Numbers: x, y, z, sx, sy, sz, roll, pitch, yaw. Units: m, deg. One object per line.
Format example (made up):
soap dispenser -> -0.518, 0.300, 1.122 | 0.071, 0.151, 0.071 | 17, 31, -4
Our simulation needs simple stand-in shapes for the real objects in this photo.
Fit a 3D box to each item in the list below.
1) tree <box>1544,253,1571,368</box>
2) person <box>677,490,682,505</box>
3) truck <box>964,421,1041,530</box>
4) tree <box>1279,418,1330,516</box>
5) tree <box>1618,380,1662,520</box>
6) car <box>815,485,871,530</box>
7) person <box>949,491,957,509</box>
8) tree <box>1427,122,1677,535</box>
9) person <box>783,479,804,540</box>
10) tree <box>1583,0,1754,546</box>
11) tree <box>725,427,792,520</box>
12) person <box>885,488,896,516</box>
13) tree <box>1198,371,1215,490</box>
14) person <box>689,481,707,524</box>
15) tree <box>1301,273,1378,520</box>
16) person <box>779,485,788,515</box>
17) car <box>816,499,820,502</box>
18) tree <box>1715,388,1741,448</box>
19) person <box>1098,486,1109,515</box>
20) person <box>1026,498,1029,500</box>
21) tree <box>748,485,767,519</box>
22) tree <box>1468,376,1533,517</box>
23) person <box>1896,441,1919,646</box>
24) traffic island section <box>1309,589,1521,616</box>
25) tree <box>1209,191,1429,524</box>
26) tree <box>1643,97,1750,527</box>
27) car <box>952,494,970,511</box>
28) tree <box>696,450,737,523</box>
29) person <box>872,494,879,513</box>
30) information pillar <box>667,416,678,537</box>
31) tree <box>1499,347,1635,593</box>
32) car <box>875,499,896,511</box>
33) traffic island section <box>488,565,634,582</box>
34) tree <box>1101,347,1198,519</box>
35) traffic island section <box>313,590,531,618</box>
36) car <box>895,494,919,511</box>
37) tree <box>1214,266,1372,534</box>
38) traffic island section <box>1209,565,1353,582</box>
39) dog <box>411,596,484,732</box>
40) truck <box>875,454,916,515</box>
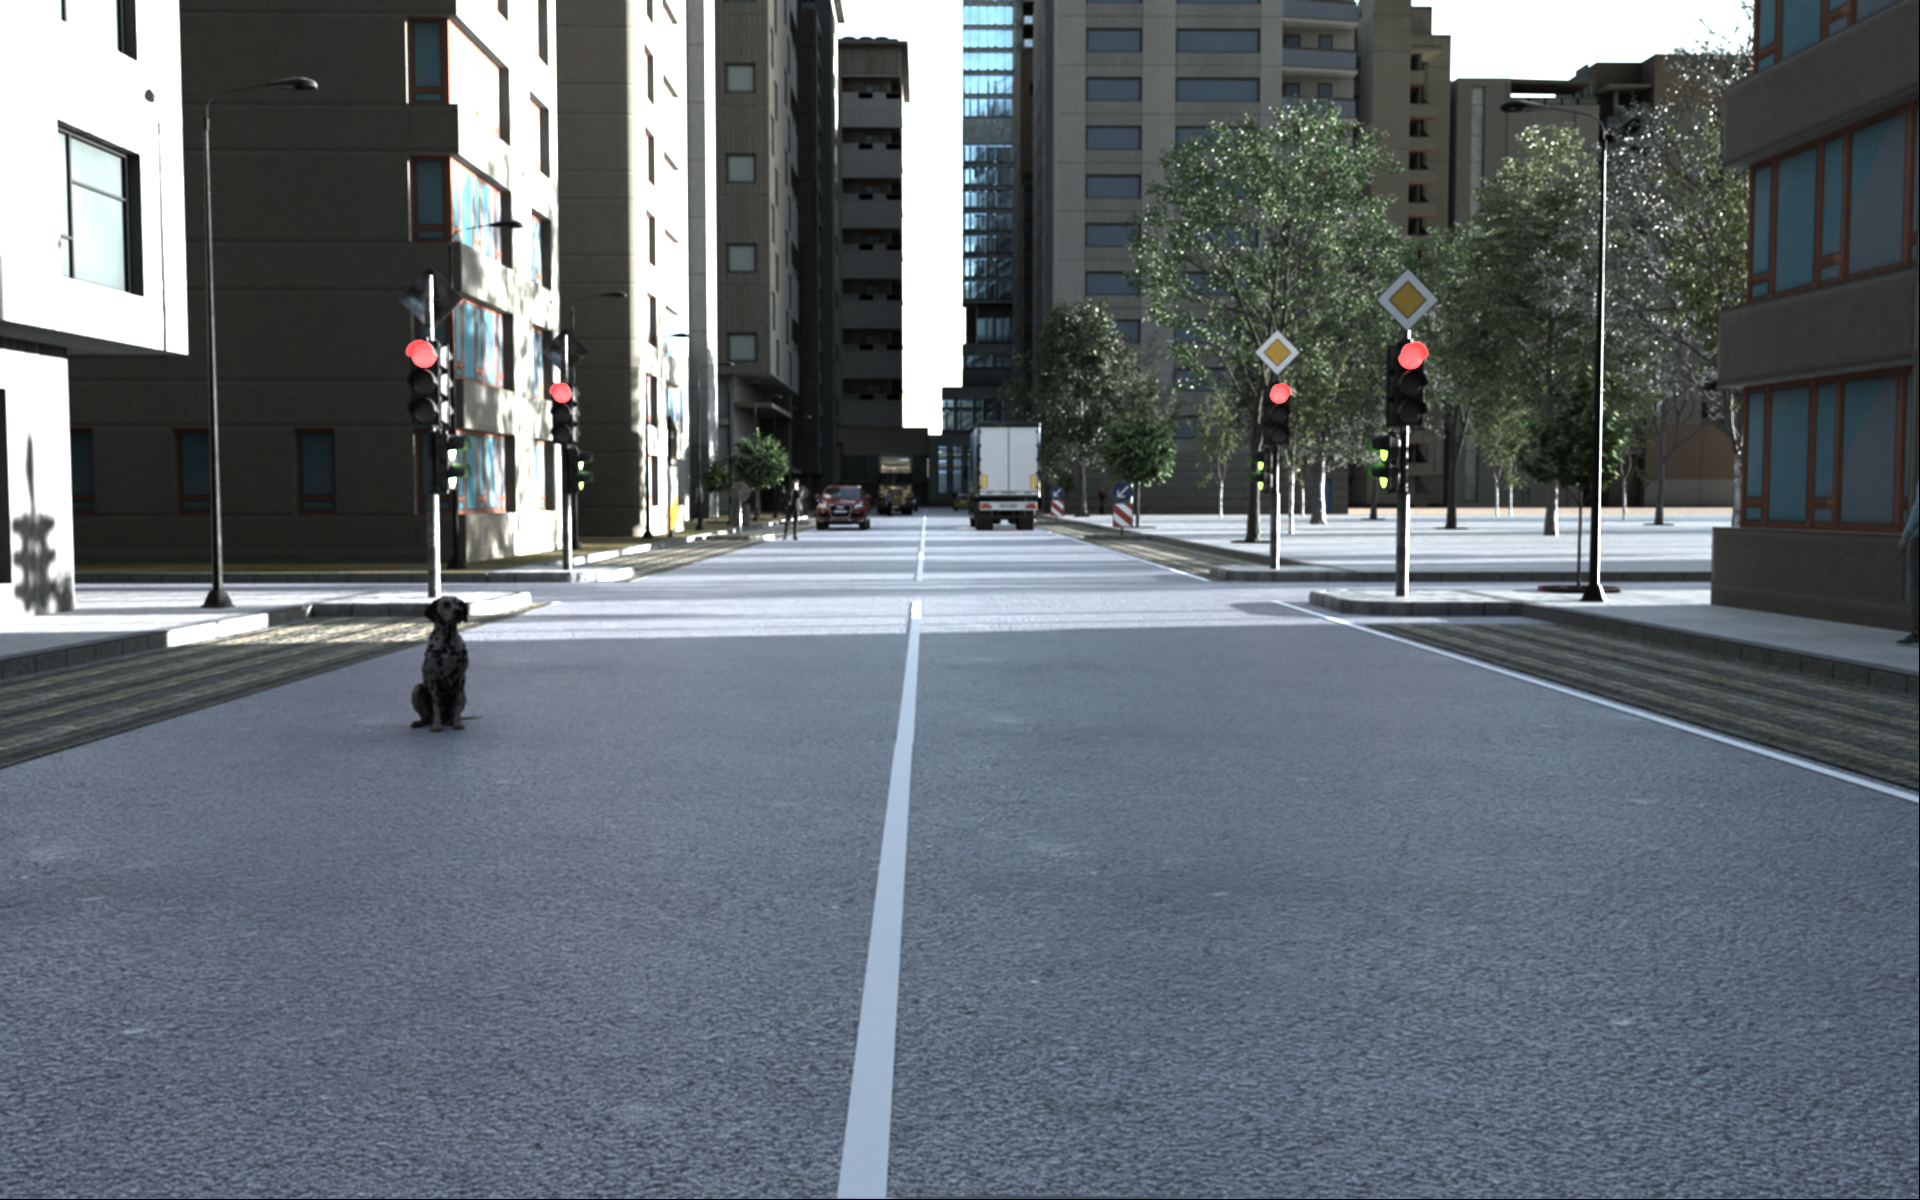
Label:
tree -> 18.164, -8.398, 63.065 | 9.928, 11.665, 9.643 | 0, 3, 0
person -> -12.528, -4.244, 75.914 | 0.782, 1.767, 0.515 | 1, 4, 10
truck -> 1.716, -5.105, 72.381 | 2.839, 4.237, 11.283 | 0, 4, -2
tree -> 19.962, -9.223, 101.153 | 4.360, 8.622, 3.978 | 0, 3, 0
tree -> 32.580, -8.222, 84.791 | 4.360, 8.622, 3.978 | 0, 3, 0
car -> -4.756, -3.805, 70.890 | 2.281, 1.827, 5.304 | 0, 4, -1
person -> -0.491, -9.749, 168.409 | 1.217, 1.766, 0.721 | 0, 4, -3
tree -> 18.247, -8.313, 54.037 | 7.486, 12.596, 7.792 | 0, 3, 0
person -> -5.218, -2.831, 54.152 | 0.648, 1.900, 0.474 | 0, 4, -1
tree -> 18.956, -8.047, 41.938 | 12.009, 13.543, 11.850 | 0, 3, 0
tree -> -9.955, -6.218, 85.376 | 4.285, 4.588, 4.351 | 0, 3, 0
person -> -4.561, -6.373, 112.682 | 0.705, 1.826, 1.348 | 2, 4, 28
tree -> 14.742, -9.030, 98.001 | 4.737, 8.622, 4.395 | 0, 3, 0
person -> -11.230, -4.179, 74.209 | 0.795, 1.843, 0.661 | 0, 4, -2
tree -> 20.890, -10.771, 86.473 | 12.009, 13.543, 11.850 | 0, 3, 0
person -> -10.587, -6.035, 104.493 | 0.659, 1.850, 0.755 | 0, 4, -3
car -> -8.062, -6.082, 109.031 | 1.945, 1.707, 3.694 | 0, 4, -2
tree -> 46.762, -11.599, 91.459 | 13.155, 14.587, 18.604 | -1, 4, -20
person -> 8.904, -6.194, 107.835 | 0.721, 1.766, 1.217 | 2, 4, 34
person -> 5.444, -8.249, 140.902 | 0.705, 1.826, 1.348 | -2, 4, -33
tree -> -10.782, -5.850, 90.251 | 1.663, 3.219, 1.824 | 0, 3, 0
tree -> 32.818, -9.382, 103.761 | 4.737, 8.622, 4.395 | 0, 3, 0
person -> 8.141, -0.518, 14.379 | 0.638, 1.841, 0.748 | -1, 4, -14
traffic island section -> 5.579, 0.030, 21.789 | 2.009, 0.180, 2.903 | 0, 4, -1
tree -> 15.538, -10.250, 74.248 | 9.857, 13.997, 8.962 | 0, 3, 0
tree -> 14.673, -4.996, 32.048 | 4.737, 8.622, 4.395 | 0, 3, 0
car -> 0.356, -8.536, 149.785 | 2.015, 1.641, 3.980 | 0, 4, -2
tree -> -10.778, -5.001, 76.364 | 1.663, 3.219, 1.824 | 0, 3, 0
person -> -6.143, -7.564, 132.265 | 1.348, 1.812, 0.705 | 3, 4, 37
information pillar -> -8.652, -3.717, 52.122 | 0.183, 3.616, 0.504 | 1, 4, 15
tree -> 8.250, -1.732, 22.928 | 1.663, 3.219, 1.824 | 0, 3, 0
car -> -6.425, -8.622, 151.189 | 2.015, 1.641, 3.980 | 0, 4, -2
traffic island section -> -6.713, -0.444, 29.546 | 2.009, 0.180, 2.903 | 0, 4, -1
tree -> 9.257, -8.384, 87.433 | 4.737, 8.622, 4.395 | 0, 3, 0
traffic island section -> -6.561, 0.044, 21.562 | 2.009, 0.180, 2.903 | 0, 4, -1
car -> -4.468, -8.161, 145.232 | 2.131, 1.459, 4.920 | 0, 4, 0
tree -> 10.961, -6.455, 55.907 | 4.737, 8.622, 4.395 | 0, 3, 0
traffic island section -> 5.426, -0.458, 29.772 | 2.009, 0.180, 2.903 | 0, 4, -1
dog -> -3.135, 0.372, 10.758 | 0.513, 0.831, 0.800 | 1, 4, 12
truck -> -4.634, -8.237, 123.589 | 2.839, 4.237, 11.283 | 0, 4, -2
